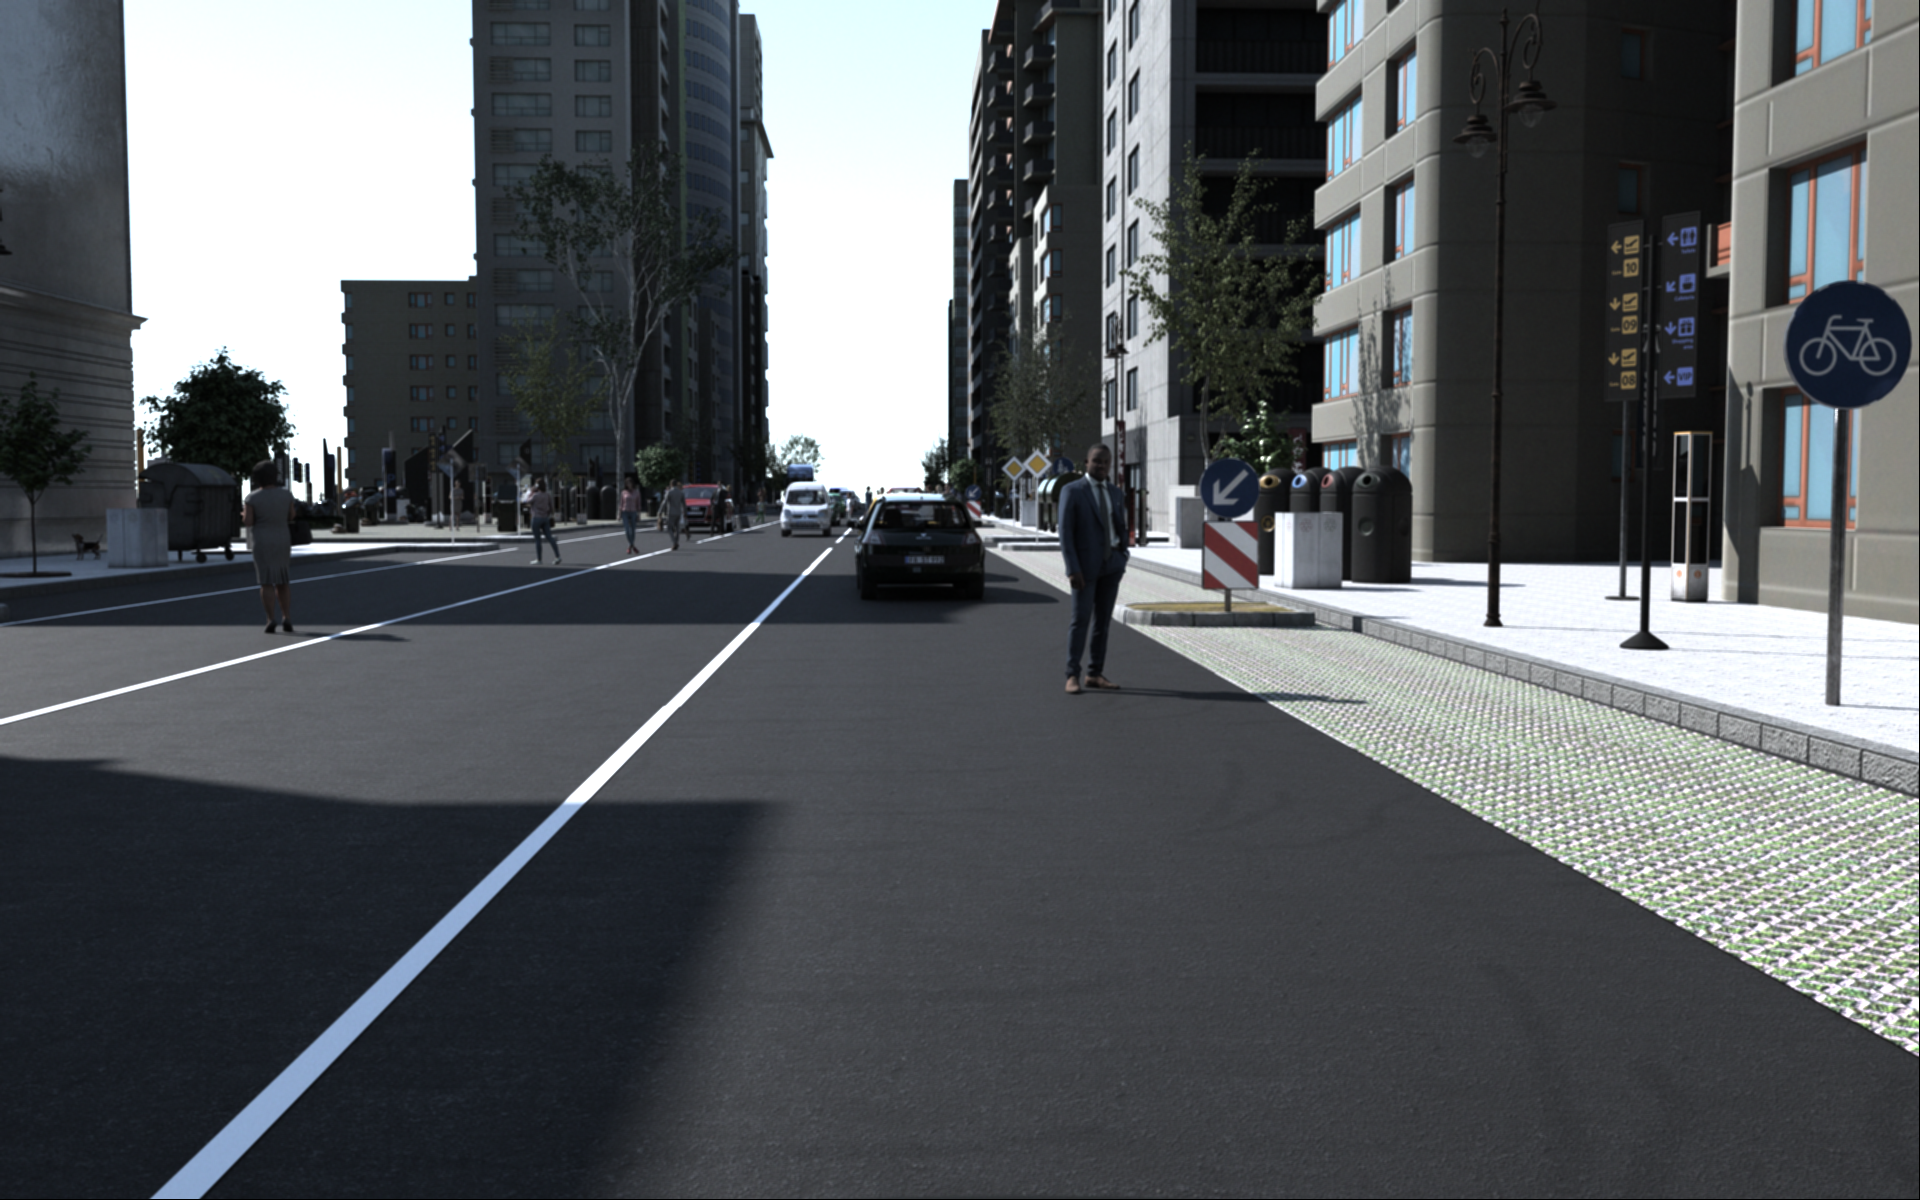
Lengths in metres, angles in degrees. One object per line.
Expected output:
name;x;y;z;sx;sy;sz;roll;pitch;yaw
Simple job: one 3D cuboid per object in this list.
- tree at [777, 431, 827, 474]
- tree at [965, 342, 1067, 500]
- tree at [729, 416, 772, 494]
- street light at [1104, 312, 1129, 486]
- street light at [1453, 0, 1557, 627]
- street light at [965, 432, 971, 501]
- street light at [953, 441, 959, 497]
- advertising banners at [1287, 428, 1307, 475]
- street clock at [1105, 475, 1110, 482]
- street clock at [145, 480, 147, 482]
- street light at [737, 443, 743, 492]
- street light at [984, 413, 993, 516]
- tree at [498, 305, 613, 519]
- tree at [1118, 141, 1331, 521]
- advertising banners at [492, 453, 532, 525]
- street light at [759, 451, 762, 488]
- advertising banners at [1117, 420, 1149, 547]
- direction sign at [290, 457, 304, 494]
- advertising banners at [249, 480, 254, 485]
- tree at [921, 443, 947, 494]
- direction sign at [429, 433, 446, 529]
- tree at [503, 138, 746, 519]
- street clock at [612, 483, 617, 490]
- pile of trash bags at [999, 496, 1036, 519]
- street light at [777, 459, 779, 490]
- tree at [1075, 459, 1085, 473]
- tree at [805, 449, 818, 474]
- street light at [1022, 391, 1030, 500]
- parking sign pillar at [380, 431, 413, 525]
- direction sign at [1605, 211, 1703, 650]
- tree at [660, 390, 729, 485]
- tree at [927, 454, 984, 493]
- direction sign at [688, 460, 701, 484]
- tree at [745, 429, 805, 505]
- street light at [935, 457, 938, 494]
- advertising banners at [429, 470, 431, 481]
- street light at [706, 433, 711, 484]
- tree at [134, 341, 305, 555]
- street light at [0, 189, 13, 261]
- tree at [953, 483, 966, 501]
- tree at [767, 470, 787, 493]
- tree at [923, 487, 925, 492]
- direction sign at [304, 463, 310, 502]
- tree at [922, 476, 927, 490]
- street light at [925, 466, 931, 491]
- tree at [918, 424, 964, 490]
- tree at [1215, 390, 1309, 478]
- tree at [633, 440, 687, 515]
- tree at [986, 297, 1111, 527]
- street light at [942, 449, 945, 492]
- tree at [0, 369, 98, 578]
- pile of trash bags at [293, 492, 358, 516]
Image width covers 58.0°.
tree;-26.075;-22.076;286.700;9.928;11.665;9.643;0;3;0
tree;3.189;-8.197;84.382;4.737;8.622;4.395;0;3;0
tree;-20.011;-12.936;161.872;4.360;8.622;3.978;0;3;0
street light;3.981;-4.367;44.190;0.468;5.910;1.993;0;4;-2
street light;5.175;-2.682;16.631;0.468;5.910;1.993;0;4;-2
street light;0.524;-9.448;127.263;0.468;5.910;1.993;0;4;-2
street light;-0.360;-10.718;148.026;0.468;5.910;1.993;0;4;-2
advertising banners;9.624;-3.019;45.556;2.074;3.025;0.090;0;4;6
street clock;5.051;-3.466;61.241;0.471;2.002;0.358;-2;4;-25
street clock;-43.366;-5.352;92.083;0.358;2.002;0.471;0;4;5
street light;-19.714;-11.192;155.782;0.468;5.910;1.993;0;4;-2
street light;1.642;-7.736;99.265;0.468;5.910;1.993;0;4;-2
tree;-16.070;-7.203;68.126;4.737;8.622;4.395;0;3;0
tree;5.560;-5.292;36.893;4.737;8.622;4.395;0;3;0
advertising banners;-18.765;-4.692;72.903;0.090;3.025;2.074;2;4;32
street light;-21.011;-12.864;183.121;0.468;5.910;1.993;0;4;-2
advertising banners;4.165;-2.794;41.875;0.090;3.025;2.074;2;4;27
direction sign;-40.937;-6.982;106.145;0.379;3.537;0.876;3;5;44
advertising banners;-48.992;-7.682;121.794;2.074;3.025;0.090;-3;4;-38
tree;-3.757;-17.947;243.790;4.360;8.622;3.978;0;3;0
direction sign;-19.298;-4.404;64.009;0.876;3.537;0.379;2;4;34
tree;-16.363;-14.342;90.373;12.611;20.169;13.585;0;3;0
street clock;-22.236;-6.539;111.487;0.358;2.002;0.471;0;4;5
pile of trash bags;3.500;-4.885;89.629;1.912;1.369;3.447;2;4;29
street light;-22.175;-14.603;211.540;0.468;5.910;1.993;0;4;-2
tree;6.410;-6.075;93.935;1.663;3.219;1.824;0;3;0
tree;-24.955;-20.017;277.644;4.737;8.622;4.395;0;3;0
street light;2.775;-6.063;71.919;0.468;5.910;1.993;0;4;-2
parking sign pillar;-24.093;-5.182;73.198;1.447;3.967;1.447;-1;4;-22
direction sign;5.697;-1.365;14.316;0.379;3.537;0.876;-2;4;-31
tree;-19.540;-10.606;123.769;4.360;8.622;3.978;0;3;0
tree;0.509;-9.481;138.720;4.285;4.588;4.351;0;3;0
direction sign;-17.912;-7.639;116.888;0.876;3.537;0.379;-2;4;-29
tree;-21.660;-15.463;203.174;4.737;8.622;4.395;0;3;0
street light;-2.776;-14.126;203.749;0.468;5.910;1.993;0;4;-2
advertising banners;-36.695;-7.396;117.118;2.074;3.025;0.090;0;4;4
street light;-18.598;-9.520;128.435;0.468;5.910;1.993;0;4;-2
tree;-15.753;-3.278;37.303;4.285;4.588;4.351;0;3;0
street light;-14.090;-3.177;24.730;0.468;5.910;1.993;0;4;-2
tree;0.366;-9.592;151.429;1.663;3.219;1.824;0;3;0
tree;-22.445;-14.207;215.995;4.285;4.588;4.351;0;3;0
tree;-5.110;-17.313;277.669;1.663;3.219;1.824;0;3;0
direction sign;-47.210;-8.114;124.659;0.876;3.537;0.379;-1;4;-9
tree;-3.924;-16.316;250.485;4.285;4.588;4.351;0;3;0
street light;-4.036;-15.861;232.115;0.468;5.910;1.993;0;4;-2
tree;-1.366;-14.244;183.255;4.737;8.622;4.395;0;3;0
tree;5.584;-2.322;32.565;1.663;3.219;1.824;0;3;0
tree;-18.145;-7.399;104.694;4.285;4.588;4.351;0;3;0
tree;3.386;-6.970;64.315;4.360;8.622;3.978;0;3;0
street light;-1.664;-12.425;175.935;0.468;5.910;1.993;0;4;-2
tree;-14.302;-1.979;26.957;1.663;3.219;1.824;0;3;0
pile of trash bags;-29.386;-4.303;80.105;3.447;1.369;1.912;1;4;13
